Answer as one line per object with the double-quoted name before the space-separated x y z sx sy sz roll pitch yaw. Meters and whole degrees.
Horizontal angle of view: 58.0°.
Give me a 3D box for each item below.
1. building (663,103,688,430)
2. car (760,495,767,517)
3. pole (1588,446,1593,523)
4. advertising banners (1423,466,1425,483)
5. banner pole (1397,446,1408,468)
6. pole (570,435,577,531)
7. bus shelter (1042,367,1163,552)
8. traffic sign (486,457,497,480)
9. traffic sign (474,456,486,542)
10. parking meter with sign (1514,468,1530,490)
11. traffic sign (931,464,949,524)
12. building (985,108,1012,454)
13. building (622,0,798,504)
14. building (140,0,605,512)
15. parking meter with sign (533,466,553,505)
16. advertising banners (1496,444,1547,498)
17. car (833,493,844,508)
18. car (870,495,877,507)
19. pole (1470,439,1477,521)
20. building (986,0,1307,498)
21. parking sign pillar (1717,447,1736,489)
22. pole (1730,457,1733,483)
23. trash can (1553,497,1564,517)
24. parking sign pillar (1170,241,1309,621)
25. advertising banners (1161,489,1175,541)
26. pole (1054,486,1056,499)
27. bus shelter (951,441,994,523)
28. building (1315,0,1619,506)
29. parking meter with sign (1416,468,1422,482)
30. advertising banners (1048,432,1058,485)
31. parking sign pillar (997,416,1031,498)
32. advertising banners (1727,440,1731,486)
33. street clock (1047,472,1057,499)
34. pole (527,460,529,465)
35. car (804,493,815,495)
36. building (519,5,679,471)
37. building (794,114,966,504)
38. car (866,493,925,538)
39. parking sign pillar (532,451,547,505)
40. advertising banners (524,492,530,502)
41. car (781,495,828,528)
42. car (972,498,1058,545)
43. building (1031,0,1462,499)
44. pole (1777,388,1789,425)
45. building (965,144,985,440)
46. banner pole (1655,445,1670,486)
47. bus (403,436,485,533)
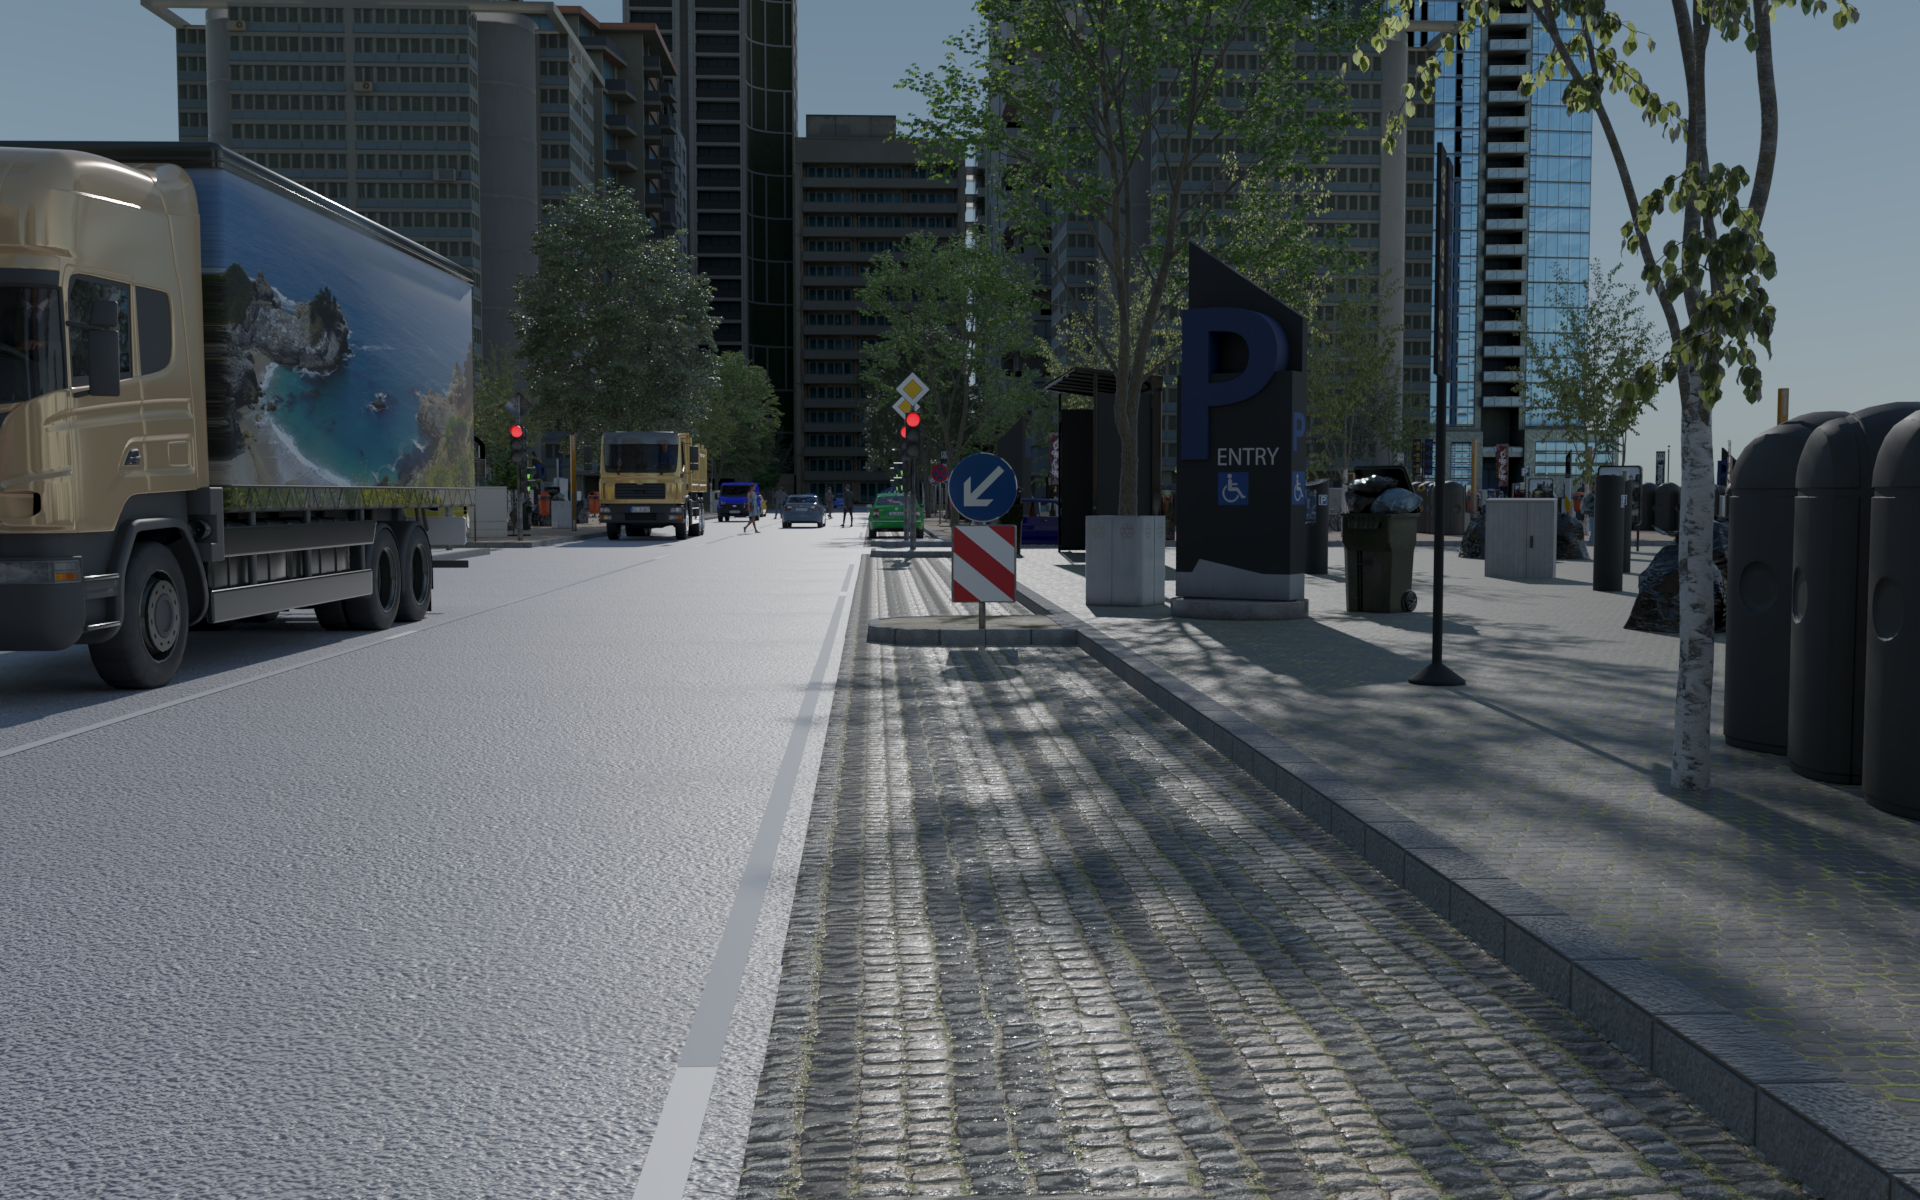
"building" -36.078 -30.523 182.637 14.086 41.232 14.154 0 4 -3
"car" -13.013 -5.970 107.828 2.015 1.641 3.980 0 4 -2
"pole" 26.854 -4.896 73.887 0.158 3.312 0.155 0 3 0
"advertising banners" 28.512 -6.826 107.797 0.090 3.025 2.074 0 4 -8
"banner pole" 23.074 -6.132 90.268 0.863 3.779 0.401 -2 4 -24
"pole" -13.368 -4.038 59.870 0.158 3.312 0.155 0 3 0
"bus shelter" 2.815 -2.679 35.093 1.731 3.624 6.357 0 4 -3
"traffic sign" -14.680 -3.246 54.255 0.795 2.450 0.064 0 4 5
"traffic sign" -13.066 -2.722 46.642 0.606 2.300 0.079 0 4 6
"parking meter with sign" 36.919 -7.223 114.355 0.543 3.016 1.738 3 5 45
"traffic sign" -0.856 -4.528 74.134 0.768 2.556 0.104 0 4 4
"building" 9.551 -30.583 183.628 14.154 41.232 14.086 0 4 -3
"building" -31.346 -47.906 221.519 20.611 71.187 20.563 0 4 -3
"building" -41.294 -26.969 132.816 32.217 40.220 23.993 0 4 -3
"parking meter with sign" -25.342 -6.731 106.311 1.738 3.016 0.543 0 4 2
"advertising banners" 19.327 -3.886 59.719 0.090 3.025 2.074 -3 4 -36
"car" -11.867 -10.088 174.531 1.945 1.707 3.694 0 4 -2
"car" -6.594 -8.126 145.442 1.945 1.354 3.894 0 4 -1
"pole" 19.213 -4.338 64.768 0.158 3.312 0.155 0 3 0
"building" 16.910 -35.084 162.866 28.713 52.752 27.495 0 4 -3
"parking sign pillar" 44.073 -6.788 99.460 1.447 3.967 1.447 -1 4 -16
"pole" 42.250 -6.190 95.046 0.158 3.312 0.155 0 3 0
"trash can" 26.829 -4.067 78.151 0.748 1.137 0.748 0 3 0
"parking sign pillar" 2.944 -1.815 18.142 1.447 3.967 1.447 2 4 33
"advertising banners" 6.426 -3.164 47.918 2.074 3.025 0.090 -1 4 -13
"pole" 4.342 -5.266 79.940 0.158 3.312 0.155 0 3 0
"bus shelter" 0.577 -5.389 79.385 1.731 3.624 6.357 0 4 -3
"building" 51.785 -53.136 181.443 31.000 86.520 22.319 0 4 -3
"parking meter with sign" 29.776 -7.229 114.463 0.543 3.016 1.738 -2 4 -26
"advertising banners" 3.209 -3.198 48.471 0.090 3.025 2.074 -3 5 -42
"parking sign pillar" 1.882 -4.399 60.396 1.447 3.967 1.447 -3 5 -41
"advertising banners" 25.263 -3.695 56.602 0.090 3.025 2.074 2 4 35
"street clock" 3.037 -3.198 56.858 0.358 2.002 0.471 -1 4 -13
"pole" -25.862 -6.711 103.574 0.158 3.312 0.155 0 3 0
"car" -16.480 -11.028 189.904 1.945 1.707 3.694 0 4 -3
"building" -37.795 -30.865 159.265 22.147 44.769 28.867 0 4 -3
"building" -10.345 -36.765 224.808 21.600 48.544 21.300 0 4 -3
"car" -2.110 -2.944 56.937 1.959 1.807 4.718 0 4 -3
"parking sign pillar" -26.667 -7.424 109.851 1.447 3.967 1.447 1 4 9
"advertising banners" -21.893 -5.572 87.294 0.090 3.025 2.074 0 4 -3
"car" -6.726 -3.837 74.739 2.014 1.417 4.499 0 4 -2
"car" 2.194 -1.864 43.055 3.894 1.354 1.945 0 4 -2
"building" 20.126 -27.258 137.557 32.217 40.220 23.993 0 4 -3
"pole" 15.838 -2.420 33.408 0.158 3.312 0.155 0 3 0
"building" 15.627 -37.156 227.104 30.456 49.044 23.786 0 4 -3
"banner pole" 35.959 -6.026 88.544 0.863 3.779 0.401 0 4 8
"bus" -18.423 -3.178 43.513 12.252 3.916 2.896 0 4 -4
